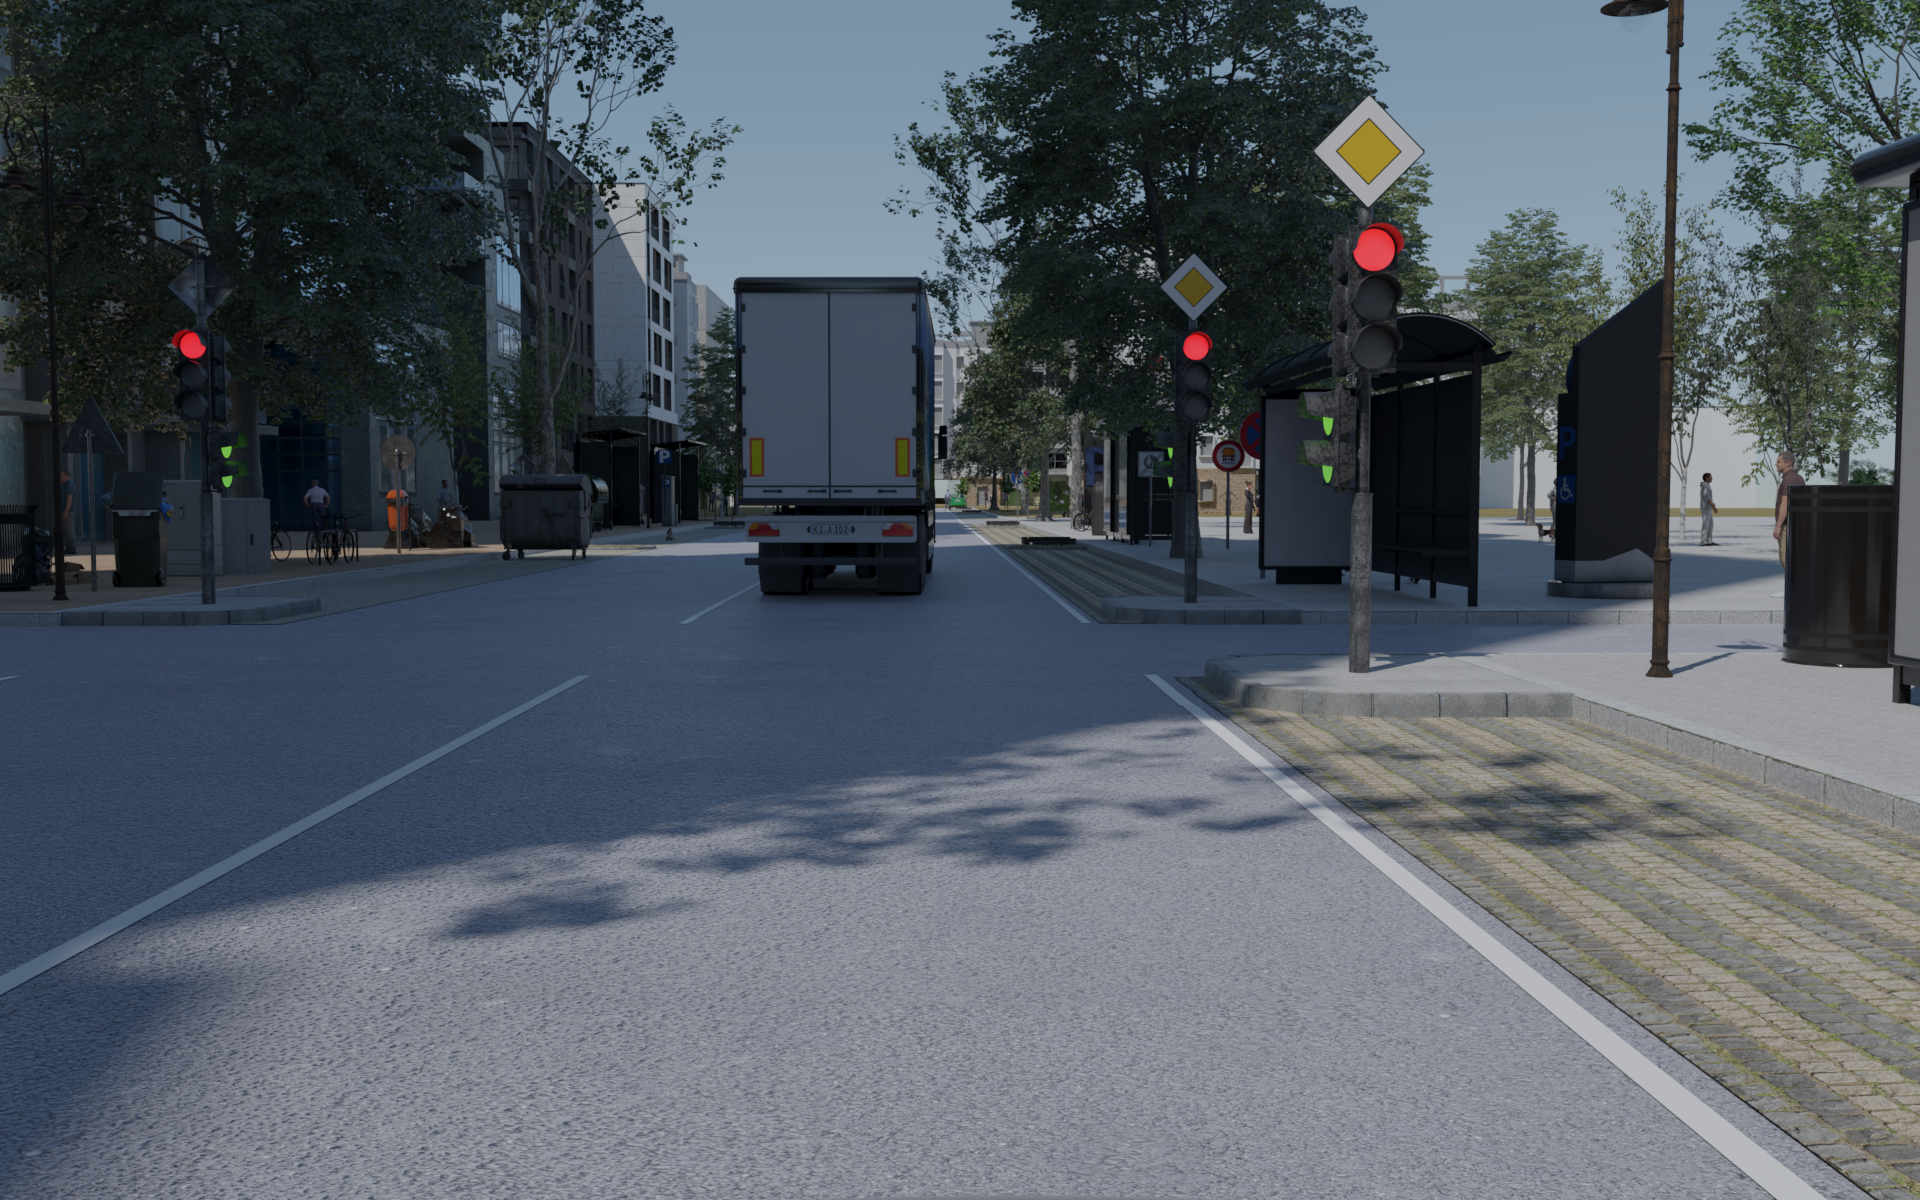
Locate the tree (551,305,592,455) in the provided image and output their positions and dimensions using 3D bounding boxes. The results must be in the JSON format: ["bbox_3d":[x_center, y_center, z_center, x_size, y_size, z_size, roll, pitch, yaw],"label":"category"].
[{"bbox_3d":[-16.592,-7.198,68.051,4.737,8.622,4.395,0,3,0],"label":"tree"}]

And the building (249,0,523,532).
[{"bbox_3d":[-31.568,-46.432,71.836,22.319,86.520,31.000,0,4,-1],"label":"building"}]

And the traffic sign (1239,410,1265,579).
[{"bbox_3d":[4.592,-1.595,26.191,0.768,2.556,0.104,0,4,2],"label":"traffic sign"}]

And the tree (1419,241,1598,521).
[{"bbox_3d":[27.263,-10.586,83.445,12.009,13.543,11.850,0,3,0],"label":"tree"}]

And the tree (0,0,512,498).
[{"bbox_3d":[-12.339,-7.500,29.279,9.857,13.997,8.962,0,3,0],"label":"tree"}]

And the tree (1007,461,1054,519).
[{"bbox_3d":[3.797,-5.801,89.448,1.663,3.219,1.824,0,3,0],"label":"tree"}]

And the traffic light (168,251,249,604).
[{"bbox_3d":[-8.754,-1.907,20.107,0.839,4.253,0.868,0,4,-1],"label":"traffic light"}]

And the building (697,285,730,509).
[{"bbox_3d":[-37.308,-17.618,154.508,31.486,18.905,16.747,0,4,-1],"label":"building"}]

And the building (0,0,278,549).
[{"bbox_3d":[-32.004,-25.812,41.641,23.786,49.044,30.456,0,4,-1],"label":"building"}]

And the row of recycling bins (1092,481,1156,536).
[{"bbox_3d":[5.153,-2.907,54.638,1.069,1.692,3.534,2,4,32],"label":"row of recycling bins"}]

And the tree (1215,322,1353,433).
[{"bbox_3d":[17.241,-10.184,92.266,9.928,11.665,9.643,0,3,0],"label":"tree"}]

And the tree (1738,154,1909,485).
[{"bbox_3d":[29.943,-8.546,57.857,7.486,12.596,7.792,0,3,0],"label":"tree"}]

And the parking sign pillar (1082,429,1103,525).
[{"bbox_3d":[5.797,-5.102,71.894,1.447,3.967,1.447,0,4,-5],"label":"parking sign pillar"}]

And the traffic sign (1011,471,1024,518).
[{"bbox_3d":[3.089,-5.665,92.730,0.768,2.556,0.104,0,4,5],"label":"traffic sign"}]

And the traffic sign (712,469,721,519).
[{"bbox_3d":[-12.240,-5.292,86.627,0.768,2.556,0.104,1,4,9],"label":"traffic sign"}]

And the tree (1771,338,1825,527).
[{"bbox_3d":[31.196,-7.094,66.354,4.737,8.622,4.395,0,3,0],"label":"tree"}]

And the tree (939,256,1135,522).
[{"bbox_3d":[4.030,-9.980,80.188,9.611,12.733,9.660,0,3,0],"label":"tree"}]

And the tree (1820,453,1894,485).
[{"bbox_3d":[54.362,-11.416,88.475,18.604,14.587,13.155,1,4,9],"label":"tree"}]

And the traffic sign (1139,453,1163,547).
[{"bbox_3d":[4.624,-2.441,42.041,0.606,2.300,0.079,0,4,1],"label":"traffic sign"}]

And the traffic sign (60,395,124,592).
[{"bbox_3d":[-11.389,-1.389,22.714,0.884,2.594,0.081,0,4,7],"label":"traffic sign"}]

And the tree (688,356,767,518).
[{"bbox_3d":[-12.583,-8.697,92.566,4.360,8.622,3.978,0,3,0],"label":"tree"}]

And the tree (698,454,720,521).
[{"bbox_3d":[-12.414,-5.464,83.941,1.663,3.219,1.824,0,3,0],"label":"tree"}]

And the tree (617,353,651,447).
[{"bbox_3d":[-18.318,-8.612,91.168,4.360,8.622,3.978,0,3,0],"label":"tree"}]

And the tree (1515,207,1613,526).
[{"bbox_3d":[22.584,-9.259,69.511,7.486,12.596,7.792,0,3,0],"label":"tree"}]

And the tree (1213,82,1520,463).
[{"bbox_3d":[10.122,-7.939,47.933,7.486,12.596,7.792,0,3,0],"label":"tree"}]

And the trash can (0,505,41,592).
[{"bbox_3d":[-12.560,-0.688,22.901,0.748,1.137,0.748,0,3,0],"label":"trash can"}]

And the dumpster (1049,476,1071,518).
[{"bbox_3d":[5.300,-5.612,94.248,1.502,2.255,1.985,0,4,-1],"label":"dumpster"}]

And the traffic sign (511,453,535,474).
[{"bbox_3d":[-13.938,-3.396,55.262,0.795,2.593,0.064,0,4,5],"label":"traffic sign"}]

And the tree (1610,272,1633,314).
[{"bbox_3d":[20.077,-5.983,48.189,4.360,8.622,3.978,0,3,0],"label":"tree"}]

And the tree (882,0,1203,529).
[{"bbox_3d":[3.613,-12.599,61.878,12.611,20.169,13.585,0,3,0],"label":"tree"}]

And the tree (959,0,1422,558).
[{"bbox_3d":[4.592,-7.809,34.335,9.857,13.997,8.962,0,3,0],"label":"tree"}]

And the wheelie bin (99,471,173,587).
[{"bbox_3d":[-11.389,-0.985,24.012,0.980,1.594,0.693,-1,4,-12],"label":"wheelie bin"}]

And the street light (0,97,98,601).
[{"bbox_3d":[-10.861,-2.933,20.739,0.468,5.910,1.993,0,4,-1],"label":"street light"}]

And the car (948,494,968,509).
[{"bbox_3d":[-0.232,-9.535,164.696,1.959,1.807,4.718,0,3,0],"label":"car"}]

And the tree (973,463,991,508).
[{"bbox_3d":[2.428,-12.558,155.680,4.360,8.622,3.978,0,3,0],"label":"tree"}]

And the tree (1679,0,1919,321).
[{"bbox_3d":[15.204,-6.161,26.493,9.928,11.665,9.643,0,3,0],"label":"tree"}]

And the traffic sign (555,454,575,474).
[{"bbox_3d":[-12.876,-3.436,56.179,0.884,2.594,0.081,0,4,1],"label":"traffic sign"}]

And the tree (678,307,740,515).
[{"bbox_3d":[-13.107,-11.387,104.308,7.486,12.596,7.792,0,3,0],"label":"tree"}]

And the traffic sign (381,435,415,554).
[{"bbox_3d":[-12.107,-2.276,37.311,0.768,2.556,0.104,0,4,4],"label":"traffic sign"}]

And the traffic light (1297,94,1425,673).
[{"bbox_3d":[2.857,-1.433,12.357,0.839,4.253,0.868,0,4,-1],"label":"traffic light"}]

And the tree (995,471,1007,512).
[{"bbox_3d":[3.514,-8.041,126.070,1.663,3.219,1.824,0,3,0],"label":"tree"}]

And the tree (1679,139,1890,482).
[{"bbox_3d":[16.819,-5.185,35.141,4.360,8.622,3.978,0,3,0],"label":"tree"}]

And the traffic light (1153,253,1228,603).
[{"bbox_3d":[2.705,-1.922,20.340,0.839,4.253,0.868,0,4,-1],"label":"traffic light"}]

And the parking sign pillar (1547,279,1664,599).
[{"bbox_3d":[8.145,-2.031,21.679,1.447,3.967,1.447,-1,4,-18],"label":"parking sign pillar"}]

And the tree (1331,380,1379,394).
[{"bbox_3d":[16.970,-7.794,77.786,4.360,8.622,3.978,0,3,0],"label":"tree"}]

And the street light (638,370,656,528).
[{"bbox_3d":[-11.654,-5.615,64.590,0.468,5.910,1.993,0,4,-1],"label":"street light"}]

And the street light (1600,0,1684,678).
[{"bbox_3d":[4.913,-2.397,11.987,0.468,5.910,1.993,0,4,-1],"label":"street light"}]

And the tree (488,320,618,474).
[{"bbox_3d":[-17.279,-7.484,72.726,4.360,8.622,3.978,0,3,0],"label":"tree"}]

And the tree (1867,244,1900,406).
[{"bbox_3d":[28.914,-6.961,48.218,7.601,10.594,8.767,-1,4,-17],"label":"tree"}]

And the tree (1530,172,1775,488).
[{"bbox_3d":[15.700,-5.502,40.323,4.737,8.622,4.395,0,3,0],"label":"tree"}]

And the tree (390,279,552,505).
[{"bbox_3d":[-17.074,-6.591,58.120,4.737,8.622,4.395,0,3,0],"label":"tree"}]

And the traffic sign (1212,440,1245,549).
[{"bbox_3d":[6.278,-2.473,40.547,0.768,2.556,0.104,1,4,8],"label":"traffic sign"}]

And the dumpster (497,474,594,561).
[{"bbox_3d":[-8.977,-1.795,37.558,1.865,1.857,1.264,0,4,1],"label":"dumpster"}]

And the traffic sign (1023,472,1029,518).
[{"bbox_3d":[3.681,-5.714,93.528,0.768,2.556,0.104,0,4,6],"label":"traffic sign"}]

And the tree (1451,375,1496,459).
[{"bbox_3d":[26.932,-8.655,91.878,4.737,8.622,4.395,0,3,0],"label":"tree"}]

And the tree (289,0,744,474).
[{"bbox_3d":[-12.228,-11.682,46.891,12.611,20.169,13.585,0,3,0],"label":"tree"}]

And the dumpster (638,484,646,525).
[{"bbox_3d":[-13.799,-4.040,71.806,1.264,1.857,1.865,0,4,-1],"label":"dumpster"}]

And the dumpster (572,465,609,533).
[{"bbox_3d":[-12.668,-3.390,57.928,1.502,2.255,1.985,0,4,-1],"label":"dumpster"}]
